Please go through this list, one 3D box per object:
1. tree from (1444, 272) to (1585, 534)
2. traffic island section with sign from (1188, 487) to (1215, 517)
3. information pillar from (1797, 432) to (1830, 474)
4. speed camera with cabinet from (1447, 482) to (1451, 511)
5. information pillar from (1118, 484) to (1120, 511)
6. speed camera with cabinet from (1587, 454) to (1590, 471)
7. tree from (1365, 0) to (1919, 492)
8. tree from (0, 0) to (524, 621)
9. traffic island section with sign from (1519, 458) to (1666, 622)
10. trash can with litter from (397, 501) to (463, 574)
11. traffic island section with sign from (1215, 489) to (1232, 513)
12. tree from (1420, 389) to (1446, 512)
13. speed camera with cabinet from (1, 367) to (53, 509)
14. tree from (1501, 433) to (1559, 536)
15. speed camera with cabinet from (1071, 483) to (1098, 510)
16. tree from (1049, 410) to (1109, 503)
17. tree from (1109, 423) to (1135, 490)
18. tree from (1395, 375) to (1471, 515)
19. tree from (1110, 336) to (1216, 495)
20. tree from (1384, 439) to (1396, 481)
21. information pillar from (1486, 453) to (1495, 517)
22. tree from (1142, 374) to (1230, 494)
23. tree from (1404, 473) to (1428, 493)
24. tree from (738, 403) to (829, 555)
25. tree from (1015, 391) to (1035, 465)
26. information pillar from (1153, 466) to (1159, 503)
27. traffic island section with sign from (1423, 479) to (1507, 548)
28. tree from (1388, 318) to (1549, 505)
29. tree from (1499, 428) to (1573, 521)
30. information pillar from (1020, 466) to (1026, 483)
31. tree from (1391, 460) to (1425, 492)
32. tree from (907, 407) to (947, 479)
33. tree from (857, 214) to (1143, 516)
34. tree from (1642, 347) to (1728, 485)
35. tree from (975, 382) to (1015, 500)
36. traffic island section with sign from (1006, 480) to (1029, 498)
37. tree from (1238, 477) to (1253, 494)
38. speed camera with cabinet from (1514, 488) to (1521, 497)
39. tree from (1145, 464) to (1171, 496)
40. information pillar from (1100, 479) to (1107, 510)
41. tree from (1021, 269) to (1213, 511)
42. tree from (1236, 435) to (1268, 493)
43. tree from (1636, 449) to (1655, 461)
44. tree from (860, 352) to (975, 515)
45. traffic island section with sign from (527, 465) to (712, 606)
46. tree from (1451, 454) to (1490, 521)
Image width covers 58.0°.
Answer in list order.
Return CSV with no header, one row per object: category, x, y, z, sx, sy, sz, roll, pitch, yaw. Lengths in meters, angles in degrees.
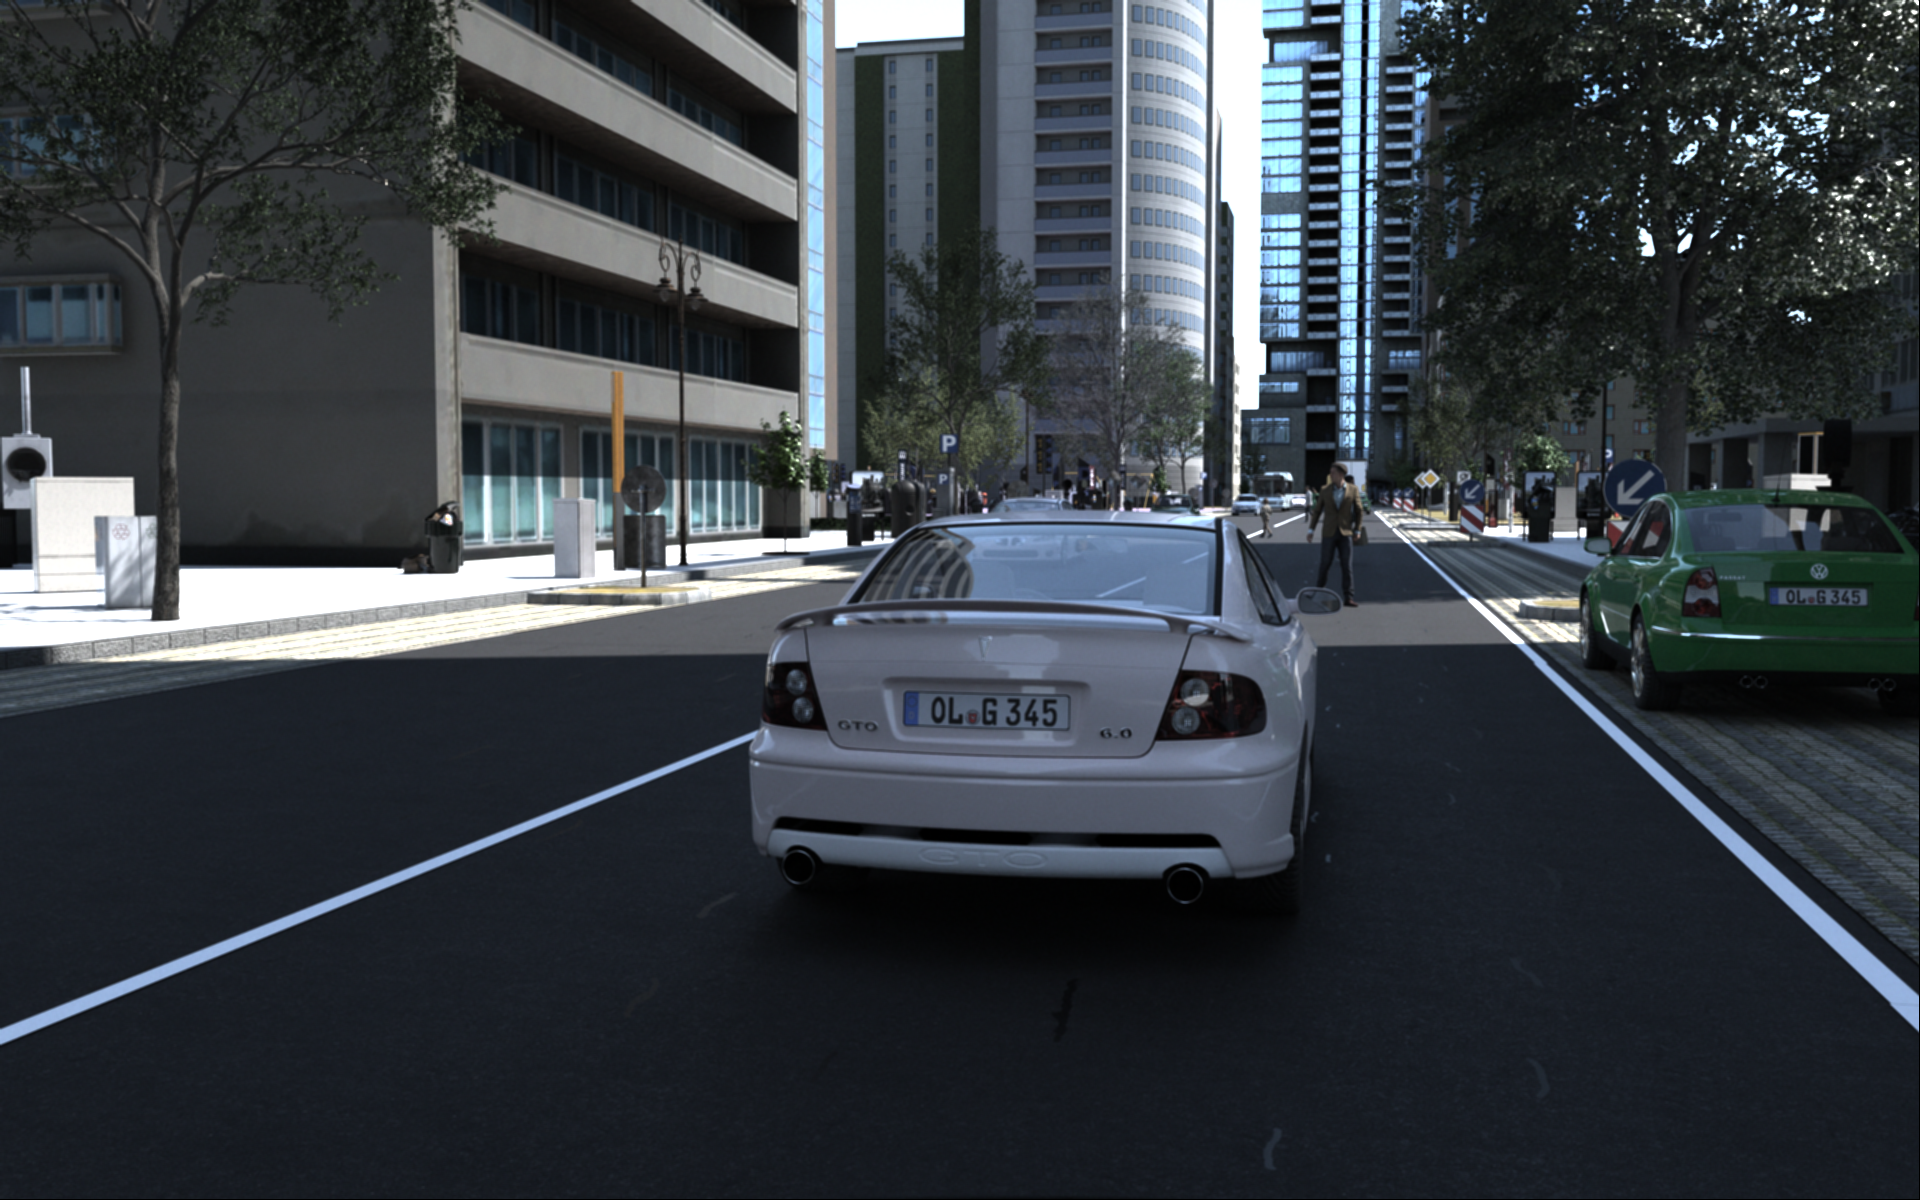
tree,18.162,-6.465,56.069,4.360,8.622,3.978,0,3,0
traffic island section with sign,13.994,-5.810,103.618,1.989,1.847,2.006,1,4,13
information pillar,10.265,-0.997,20.792,0.304,2.012,0.304,-1,4,-14
speed camera with cabinet,37.427,-8.499,133.289,0.660,3.252,2.038,2,4,23
information pillar,9.824,-6.331,108.001,0.304,2.012,0.304,0,4,-4
speed camera with cabinet,31.204,-5.562,85.270,0.660,3.252,2.038,1,4,13
tree,11.495,-7.392,27.522,9.857,13.997,8.962,0,3,0
tree,-7.829,-5.083,17.521,8.767,10.594,7.601,3,5,41
traffic island section with sign,7.554,-0.696,20.011,1.989,1.847,2.006,1,4,13
trash can with litter,-8.547,-1.009,27.879,1.055,1.170,0.624,1,4,11
traffic island section with sign,20.034,-7.422,129.978,1.989,1.847,2.006,1,4,13
tree,33.956,-10.398,120.369,4.360,8.622,3.978,0,3,0
speed camera with cabinet,-15.080,-1.971,26.566,2.038,3.252,0.660,-2,4,-25
tree,17.588,-3.564,52.868,1.663,3.219,1.824,0,3,0
speed camera with cabinet,9.499,-8.430,132.168,2.038,3.252,0.660,2,4,24
tree,9.111,-11.680,141.338,4.360,8.622,3.978,0,3,0
tree,12.610,-12.090,148.041,4.360,8.622,3.978,0,3,0
tree,29.722,-9.559,106.654,4.737,8.622,4.395,0,3,0
tree,13.380,-11.568,114.888,9.928,11.665,9.643,0,3,0
tree,56.894,-16.750,224.224,4.737,8.622,4.395,0,3,0
information pillar,29.778,-6.483,97.357,0.504,3.616,0.183,0,4,1
tree,15.701,-11.532,122.967,7.601,10.594,8.767,1,4,17
tree,41.445,-9.951,157.299,1.663,3.219,1.824,0,3,0
tree,-3.634,-2.580,36.779,1.663,3.219,1.824,0,3,0
tree,2.908,-9.976,113.475,4.737,8.622,4.395,0,3,0
information pillar,15.950,-9.145,140.871,0.504,3.616,0.183,0,4,-4
traffic island section with sign,13.643,-2.329,46.701,1.989,1.847,2.006,1,4,13
tree,27.134,-9.675,92.604,8.767,10.594,7.601,1,4,17
tree,27.812,-6.109,83.597,4.285,4.588,4.351,0,3,0
information pillar,5.176,-9.184,141.517,0.504,3.616,0.183,0,4,-3
tree,43.225,-11.199,166.815,4.285,4.588,4.351,0,3,0
tree,-1.881,-11.689,141.471,4.360,8.622,3.978,0,3,0
tree,0.113,-7.497,56.988,7.601,10.594,8.767,-3,4,-36
tree,35.470,-8.191,84.289,4.737,8.622,4.395,0,3,0
tree,0.144,-9.470,105.194,4.737,8.622,4.395,0,3,0
traffic island section with sign,1.601,-2.488,49.312,1.989,1.847,2.006,1,4,13
tree,33.146,-12.670,201.751,1.663,3.219,1.824,0,3,0
speed camera with cabinet,42.553,-8.275,129.632,2.038,3.252,0.660,2,4,32
tree,12.678,-6.987,108.843,1.663,3.219,1.824,0,3,0
information pillar,7.175,-5.021,86.587,0.304,2.012,0.304,-1,4,-13
tree,8.481,-11.238,94.107,12.009,13.543,11.850,0,3,0
tree,35.550,-15.898,210.300,4.737,8.622,4.395,0,3,0
tree,48.016,-8.316,119.682,4.285,4.588,4.351,0,3,0
tree,-2.518,-8.417,87.979,4.737,8.622,4.395,0,3,0
traffic island section with sign,-4.404,-0.881,23.032,1.989,1.847,2.006,1,4,13
tree,24.381,-5.402,82.921,1.663,3.219,1.824,0,3,0
